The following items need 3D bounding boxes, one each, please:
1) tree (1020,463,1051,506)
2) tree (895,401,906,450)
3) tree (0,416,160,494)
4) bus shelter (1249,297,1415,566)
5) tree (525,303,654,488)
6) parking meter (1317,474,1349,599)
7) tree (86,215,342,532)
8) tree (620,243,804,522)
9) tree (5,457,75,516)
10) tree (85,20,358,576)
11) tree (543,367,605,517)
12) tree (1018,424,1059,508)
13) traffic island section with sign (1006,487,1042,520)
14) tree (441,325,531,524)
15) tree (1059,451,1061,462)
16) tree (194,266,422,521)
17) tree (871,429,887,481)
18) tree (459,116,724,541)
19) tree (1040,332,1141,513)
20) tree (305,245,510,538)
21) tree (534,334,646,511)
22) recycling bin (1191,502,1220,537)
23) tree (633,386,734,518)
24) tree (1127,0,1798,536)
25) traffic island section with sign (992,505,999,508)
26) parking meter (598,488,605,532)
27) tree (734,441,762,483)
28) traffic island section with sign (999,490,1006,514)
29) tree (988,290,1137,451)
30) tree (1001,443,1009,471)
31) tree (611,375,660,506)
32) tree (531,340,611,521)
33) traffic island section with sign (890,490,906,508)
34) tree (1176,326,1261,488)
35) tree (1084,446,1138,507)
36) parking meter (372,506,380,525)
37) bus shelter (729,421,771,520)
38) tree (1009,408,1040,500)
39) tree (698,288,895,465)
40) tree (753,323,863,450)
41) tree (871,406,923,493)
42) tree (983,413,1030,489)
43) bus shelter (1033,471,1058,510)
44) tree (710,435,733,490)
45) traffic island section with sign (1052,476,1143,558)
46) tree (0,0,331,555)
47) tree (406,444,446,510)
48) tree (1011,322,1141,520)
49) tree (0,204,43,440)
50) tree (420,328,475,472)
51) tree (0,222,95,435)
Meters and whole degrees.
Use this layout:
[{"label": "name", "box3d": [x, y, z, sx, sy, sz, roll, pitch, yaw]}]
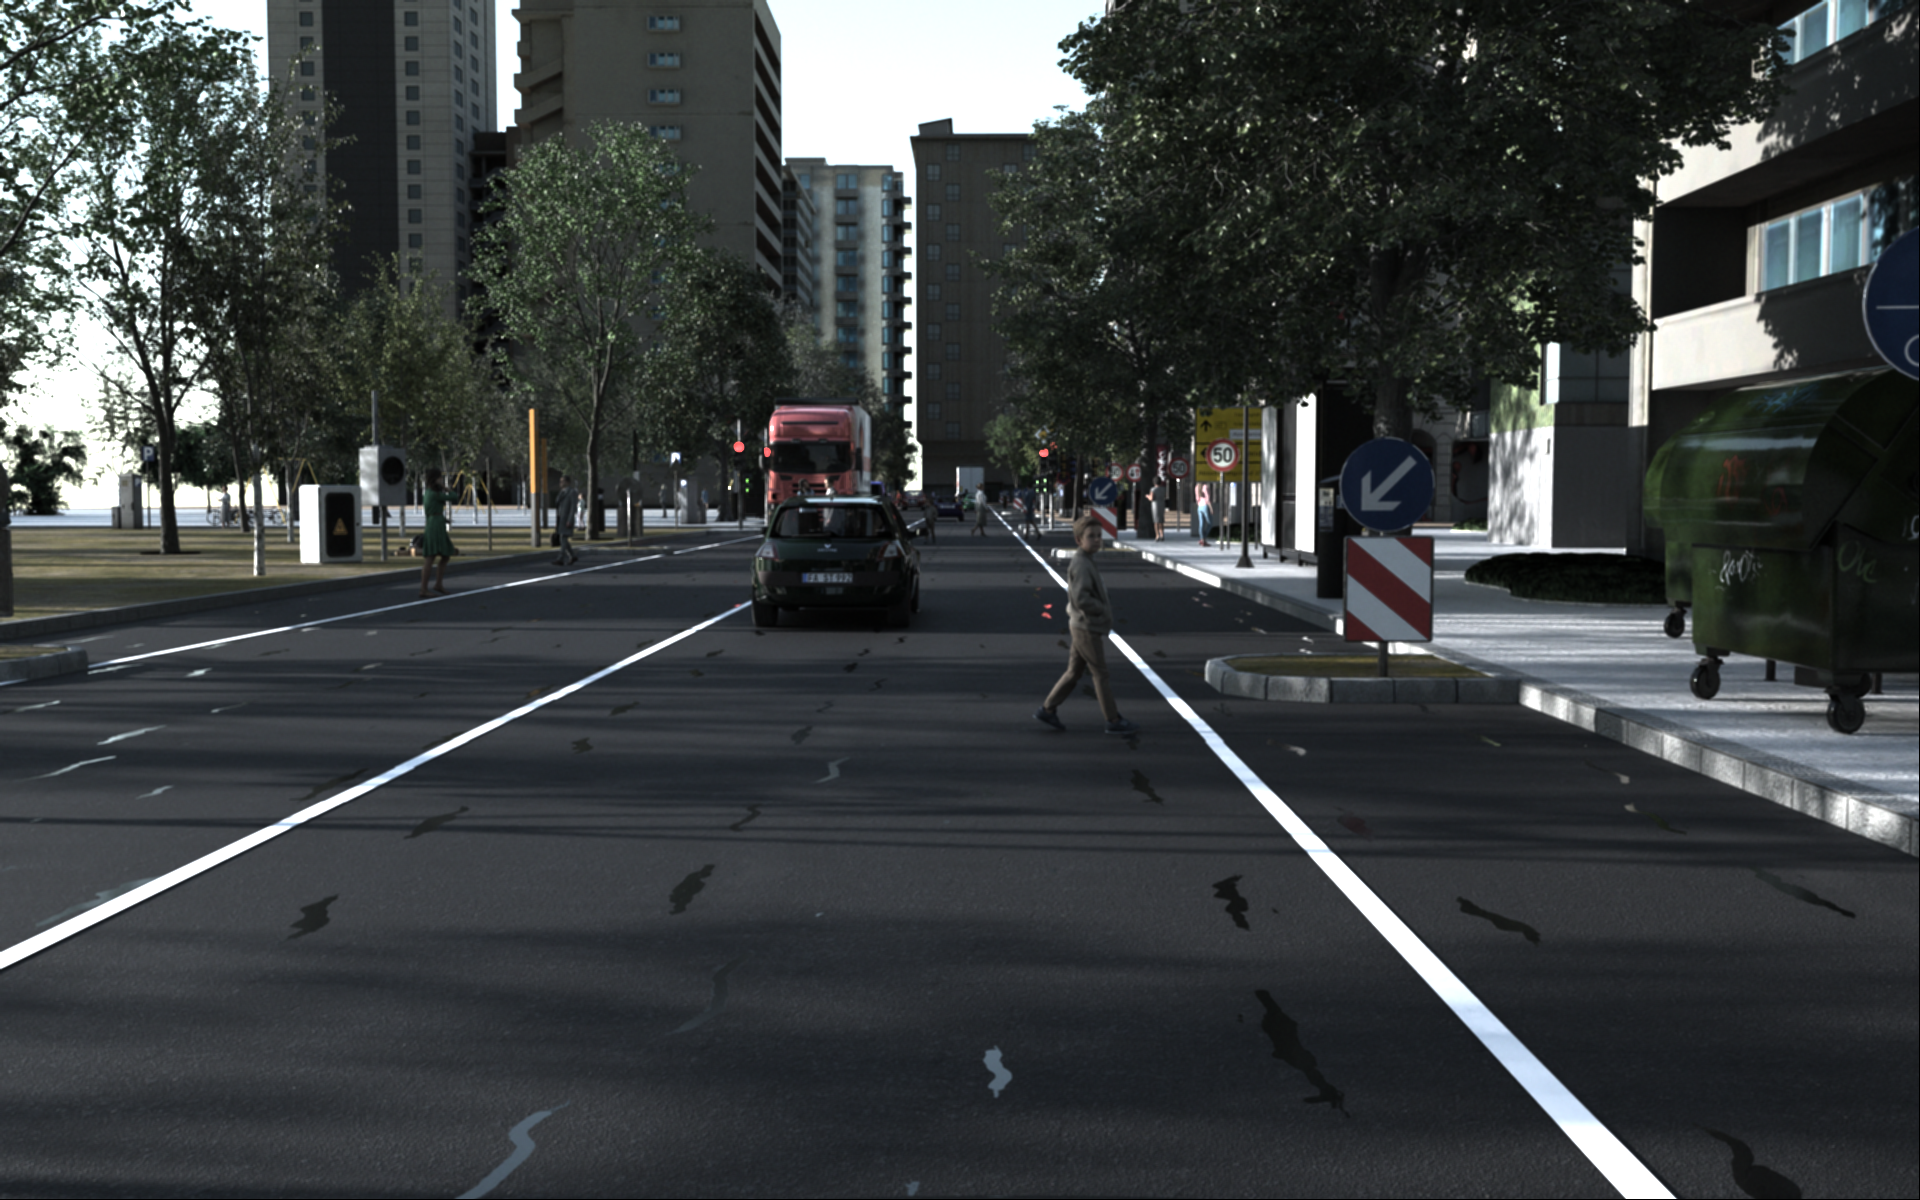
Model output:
[{"label": "tree", "box3d": [7.196, -11.181, 166.517, 4.285, 4.588, 4.351, 0, 3, 0]}, {"label": "tree", "box3d": [-9.975, -15.410, 162.323, 12.009, 13.543, 11.850, 0, 3, 0]}, {"label": "tree", "box3d": [-52.343, -9.375, 116.190, 11.467, 7.101, 20.602, 3, 4, 37]}, {"label": "bus shelter", "box3d": [6.818, -3.380, 32.896, 2.179, 5.291, 8.768, 0, 4, 1]}, {"label": "tree", "box3d": [-24.303, -12.789, 115.756, 9.857, 13.997, 8.962, 0, 3, 0]}, {"label": "parking meter", "box3d": [4.602, -0.792, 21.366, 0.372, 1.533, 0.369, 0, 3, 0]}, {"label": "tree", "box3d": [-24.363, -7.558, 57.989, 7.601, 10.594, 8.767, 0, 4, 8]}, {"label": "tree", "box3d": [-10.930, -9.931, 79.382, 9.611, 12.733, 9.660, 0, 3, 0]}, {"label": "tree", "box3d": [-60.201, -12.007, 98.139, 13.155, 14.587, 18.604, 0, 4, 4]}, {"label": "tree", "box3d": [-11.177, -4.678, 26.848, 4.360, 8.622, 3.978, 0, 3, 0]}, {"label": "tree", "box3d": [-21.813, -9.005, 97.586, 4.737, 8.622, 4.395, 0, 3, 0]}, {"label": "tree", "box3d": [7.218, -12.732, 158.535, 4.360, 8.622, 3.978, 0, 3, 0]}, {"label": "traffic island section with sign", "box3d": [3.678, -5.324, 95.679, 1.989, 1.847, 2.006, 0, 4, 1]}, {"label": "tree", "box3d": [-20.943, -7.597, 74.574, 4.360, 8.622, 3.978, 0, 3, 0]}, {"label": "tree", "box3d": [11.010, -11.587, 139.809, 4.360, 8.622, 3.978, 0, 3, 0]}, {"label": "tree", "box3d": [-31.725, -10.146, 82.889, 9.611, 12.733, 9.660, 0, 3, 0]}, {"label": "tree", "box3d": [-9.814, -14.484, 187.172, 4.360, 8.622, 3.978, 0, 3, 0]}, {"label": "tree", "box3d": [-10.100, -7.470, 47.896, 9.928, 11.665, 9.643, 0, 3, 0]}, {"label": "tree", "box3d": [6.139, -7.666, 75.700, 4.737, 8.622, 4.395, 0, 3, 0]}, {"label": "tree", "box3d": [-16.660, -6.145, 50.841, 4.737, 8.622, 4.395, 0, 3, 0]}, {"label": "tree", "box3d": [-27.912, -13.472, 130.631, 12.009, 13.543, 11.850, 0, 3, 0]}, {"label": "recycling bin", "box3d": [7.431, -2.430, 52.290, 0.722, 1.027, 0.722, 2, 4, 34]}, {"label": "tree", "box3d": [-15.506, -8.772, 93.790, 4.737, 8.622, 4.395, 0, 3, 0]}, {"label": "tree", "box3d": [5.267, -7.007, 21.214, 9.857, 13.997, 8.962, 0, 3, 0]}, {"label": "traffic island section with sign", "box3d": [4.462, -10.058, 173.079, 1.989, 1.847, 2.006, 0, 4, 1]}, {"label": "parking meter", "box3d": [-12.226, -3.075, 58.679, 0.372, 1.533, 0.369, 0, 3, 0]}, {"label": "tree", "box3d": [-16.774, -11.221, 133.825, 4.737, 8.622, 4.395, 0, 3, 0]}, {"label": "traffic island section with sign", "box3d": [3.956, -6.981, 122.767, 1.989, 1.847, 2.006, 0, 4, 1]}, {"label": "tree", "box3d": [6.771, -11.759, 102.637, 12.009, 13.543, 11.850, 0, 3, 0]}, {"label": "tree", "box3d": [6.888, -14.862, 193.359, 4.737, 8.622, 4.395, 0, 3, 0]}, {"label": "tree", "box3d": [-19.447, -9.423, 104.428, 4.360, 8.622, 3.978, 0, 3, 0]}, {"label": "tree", "box3d": [-19.780, -8.103, 82.839, 4.360, 8.622, 3.978, 0, 3, 0]}, {"label": "traffic island section with sign", "box3d": [-6.573, -10.045, 172.856, 1.989, 1.847, 2.006, 0, 4, 1]}, {"label": "tree", "box3d": [11.104, -7.459, 72.313, 4.360, 8.622, 3.978, 0, 3, 0]}, {"label": "tree", "box3d": [11.294, -10.901, 128.600, 4.360, 8.622, 3.978, 0, 3, 0]}, {"label": "parking meter", "box3d": [-24.681, -4.124, 73.138, 0.255, 1.863, 0.399, -1, 4, -10]}, {"label": "bus shelter", "box3d": [-10.724, -6.819, 89.125, 2.179, 5.291, 8.768, 0, 4, 1]}, {"label": "tree", "box3d": [6.236, -11.096, 131.789, 4.737, 8.622, 4.395, 0, 3, 0]}, {"label": "tree", "box3d": [-10.592, -11.763, 102.689, 12.009, 13.543, 11.850, 0, 3, 0]}, {"label": "tree", "box3d": [-10.198, -12.045, 115.069, 7.486, 12.596, 7.792, 0, 3, 0]}, {"label": "tree", "box3d": [-9.450, -18.641, 221.791, 9.611, 12.733, 9.660, 0, 3, 0]}, {"label": "tree", "box3d": [6.906, -17.678, 214.787, 9.928, 11.665, 9.643, 0, 3, 0]}, {"label": "bus shelter", "box3d": [7.098, -9.078, 142.347, 2.014, 3.302, 5.546, 0, 4, 1]}, {"label": "tree", "box3d": [-19.178, -11.770, 142.800, 4.360, 8.622, 3.978, 0, 3, 0]}, {"label": "traffic island section with sign", "box3d": [3.131, -1.906, 39.790, 1.989, 1.847, 2.006, 0, 4, 1]}, {"label": "tree", "box3d": [-17.014, -6.790, 36.780, 9.928, 11.665, 9.643, 0, 3, 0]}, {"label": "tree", "box3d": [-50.408, -10.659, 137.186, 11.467, 7.101, 20.602, 2, 4, 25]}, {"label": "tree", "box3d": [6.129, -9.323, 86.849, 7.601, 10.594, 8.767, 0, 4, -3]}, {"label": "tree", "box3d": [-34.525, -9.092, 55.304, 9.857, 13.997, 8.962, 0, 3, 0]}, {"label": "tree", "box3d": [-31.891, -10.921, 95.561, 9.611, 12.733, 9.660, 0, 3, 0]}, {"label": "tree", "box3d": [-25.757, -5.802, 45.218, 4.360, 8.622, 3.978, 0, 3, 0]}]
